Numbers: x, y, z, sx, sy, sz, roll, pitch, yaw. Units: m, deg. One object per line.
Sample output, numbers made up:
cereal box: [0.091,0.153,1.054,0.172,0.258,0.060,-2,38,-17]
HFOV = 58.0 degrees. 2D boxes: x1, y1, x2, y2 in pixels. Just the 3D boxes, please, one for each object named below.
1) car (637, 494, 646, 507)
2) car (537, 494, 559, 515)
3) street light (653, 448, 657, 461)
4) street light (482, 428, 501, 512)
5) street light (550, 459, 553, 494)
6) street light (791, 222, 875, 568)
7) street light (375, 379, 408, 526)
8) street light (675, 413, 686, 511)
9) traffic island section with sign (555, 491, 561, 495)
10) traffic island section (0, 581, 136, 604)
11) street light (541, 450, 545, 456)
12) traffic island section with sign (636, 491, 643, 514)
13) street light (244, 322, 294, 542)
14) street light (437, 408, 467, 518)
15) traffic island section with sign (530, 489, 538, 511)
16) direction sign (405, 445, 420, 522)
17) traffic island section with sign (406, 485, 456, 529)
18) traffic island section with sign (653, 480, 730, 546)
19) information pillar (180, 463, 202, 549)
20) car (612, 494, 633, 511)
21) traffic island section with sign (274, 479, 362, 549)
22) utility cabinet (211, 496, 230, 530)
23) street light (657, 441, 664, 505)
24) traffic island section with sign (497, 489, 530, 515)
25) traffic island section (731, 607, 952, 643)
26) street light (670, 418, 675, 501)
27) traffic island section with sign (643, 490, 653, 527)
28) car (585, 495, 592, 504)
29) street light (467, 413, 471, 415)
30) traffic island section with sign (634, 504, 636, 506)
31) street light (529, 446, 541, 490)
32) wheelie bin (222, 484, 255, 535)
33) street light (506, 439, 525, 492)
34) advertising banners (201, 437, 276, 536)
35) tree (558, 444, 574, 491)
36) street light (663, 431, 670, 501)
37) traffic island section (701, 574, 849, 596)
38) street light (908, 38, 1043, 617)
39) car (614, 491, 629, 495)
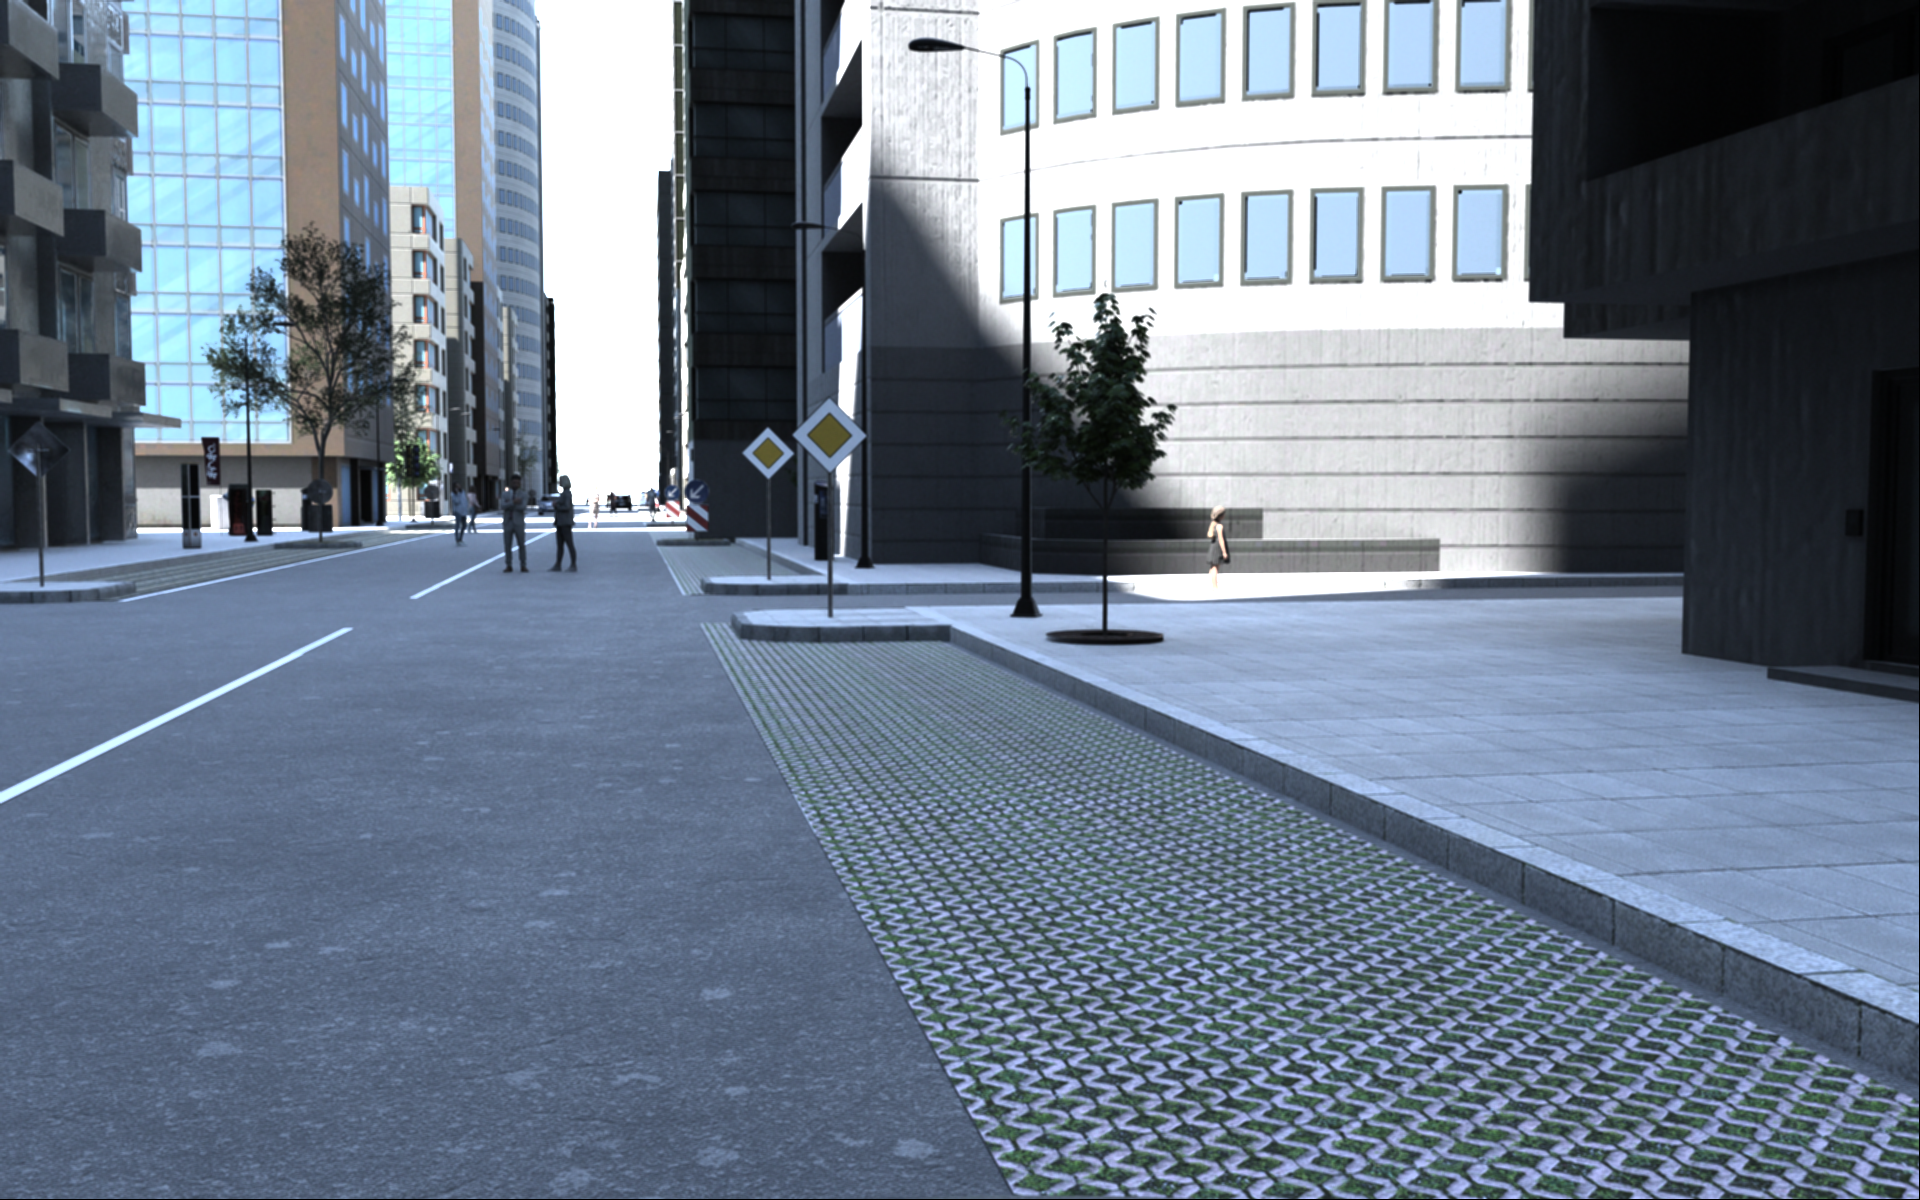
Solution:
car: [-34.259,-10.832,189.105,2.014,1.417,4.499,-1,4,-12]
car: [-27.987,-6.534,118.828,2.014,1.417,4.499,-1,4,-11]
street light: [-31.877,-13.026,185.517,1.470,5.913,1.316,-1,4,-11]
street light: [-33.174,-9.175,122.553,1.470,5.913,1.316,-1,4,-11]
street light: [-48.575,-14.110,203.233,1.470,5.913,1.316,-1,4,-11]
street light: [-2.184,-3.502,29.795,1.470,5.913,1.316,-1,4,-11]
street light: [-22.827,-5.939,69.651,1.470,5.913,1.316,-1,4,-11]
street light: [-15.502,-7.788,99.876,1.470,5.913,1.316,-1,4,-11]
traffic island section with sign: [-47.130,-11.910,203.352,1.989,1.847,2.006,-1,4,-11]
traffic island section: [-12.746,-0.106,24.011,2.009,0.180,2.903,-1,4,-11]
street light: [-44.188,-12.711,180.360,1.470,5.913,1.316,-1,4,-11]
traffic island section with sign: [-21.995,-7.062,124.097,1.989,1.847,2.006,-1,4,-11]
street light: [-18.634,-4.538,46.741,1.470,5.913,1.316,-1,4,-11]
street light: [-27.680,-7.412,93.724,1.470,5.913,1.316,-1,4,-11]
traffic island section with sign: [-36.667,-8.571,148.764,1.989,1.847,2.006,-1,4,-11]
direction sign: [-25.143,-5.358,79.596,0.379,3.537,0.876,2,4,23]
traffic island section with sign: [-22.023,-3.898,72.358,1.989,1.847,2.006,-1,4,-11]
traffic island section with sign: [-7.464,-2.425,48.281,1.989,1.847,2.006,-1,4,-11]
information pillar: [-18.138,-2.224,40.852,0.304,2.012,0.304,2,4,32]
car: [-29.805,-8.727,152.479,2.009,1.686,4.222,-1,4,-12]
traffic island section with sign: [-16.964,-2.278,45.880,1.989,1.847,2.006,-1,4,-11]
utility cabinet: [-26.163,-3.093,61.735,0.306,1.237,1.020,2,4,27]
street light: [-25.533,-10.958,151.708,1.470,5.913,1.316,-1,4,-11]
traffic island section with sign: [-31.547,-6.938,122.070,1.989,1.847,2.006,-1,4,-11]
traffic island section: [-1.331,0.258,18.056,2.009,0.180,2.903,-1,4,-11]
street light: [-16.611,-8.100,104.976,1.470,5.913,1.316,-1,4,-11]
traffic island section with sign: [-12.531,-4.045,74.758,1.989,1.847,2.006,-1,4,-11]
car: [-51.939,-14.181,244.432,1.945,1.354,3.894,-1,4,-9]
street light: [-28.681,-7.745,99.172,1.470,5.913,1.316,-1,4,-11]
traffic island section with sign: [-27.060,-8.683,150.588,1.989,1.847,2.006,-1,4,-11]
street light: [-41.998,-12.016,168.995,1.470,5.913,1.316,-1,4,-11]
wheelie bin: [-22.557,-2.832,54.212,0.980,1.594,0.693,-1,4,-13]
street light: [-37.487,-10.575,145.440,1.470,5.913,1.316,-1,4,-11]
advertising banners: [-22.220,-3.496,53.340,2.074,3.025,0.090,-1,4,-15]
tree: [-58.989,-18.610,254.636,4.360,8.622,3.978,0,3,0]
street light: [-20.975,-9.520,128.186,1.470,5.913,1.316,-1,4,-11]
traffic island section: [-2.834,-0.221,25.899,2.009,0.180,2.903,-1,4,-11]
street light: [0.164,-2.775,17.908,1.470,5.913,1.316,-1,4,-11]
car: [-40.991,-12.226,208.575,2.281,1.827,5.304,-1,4,-12]
